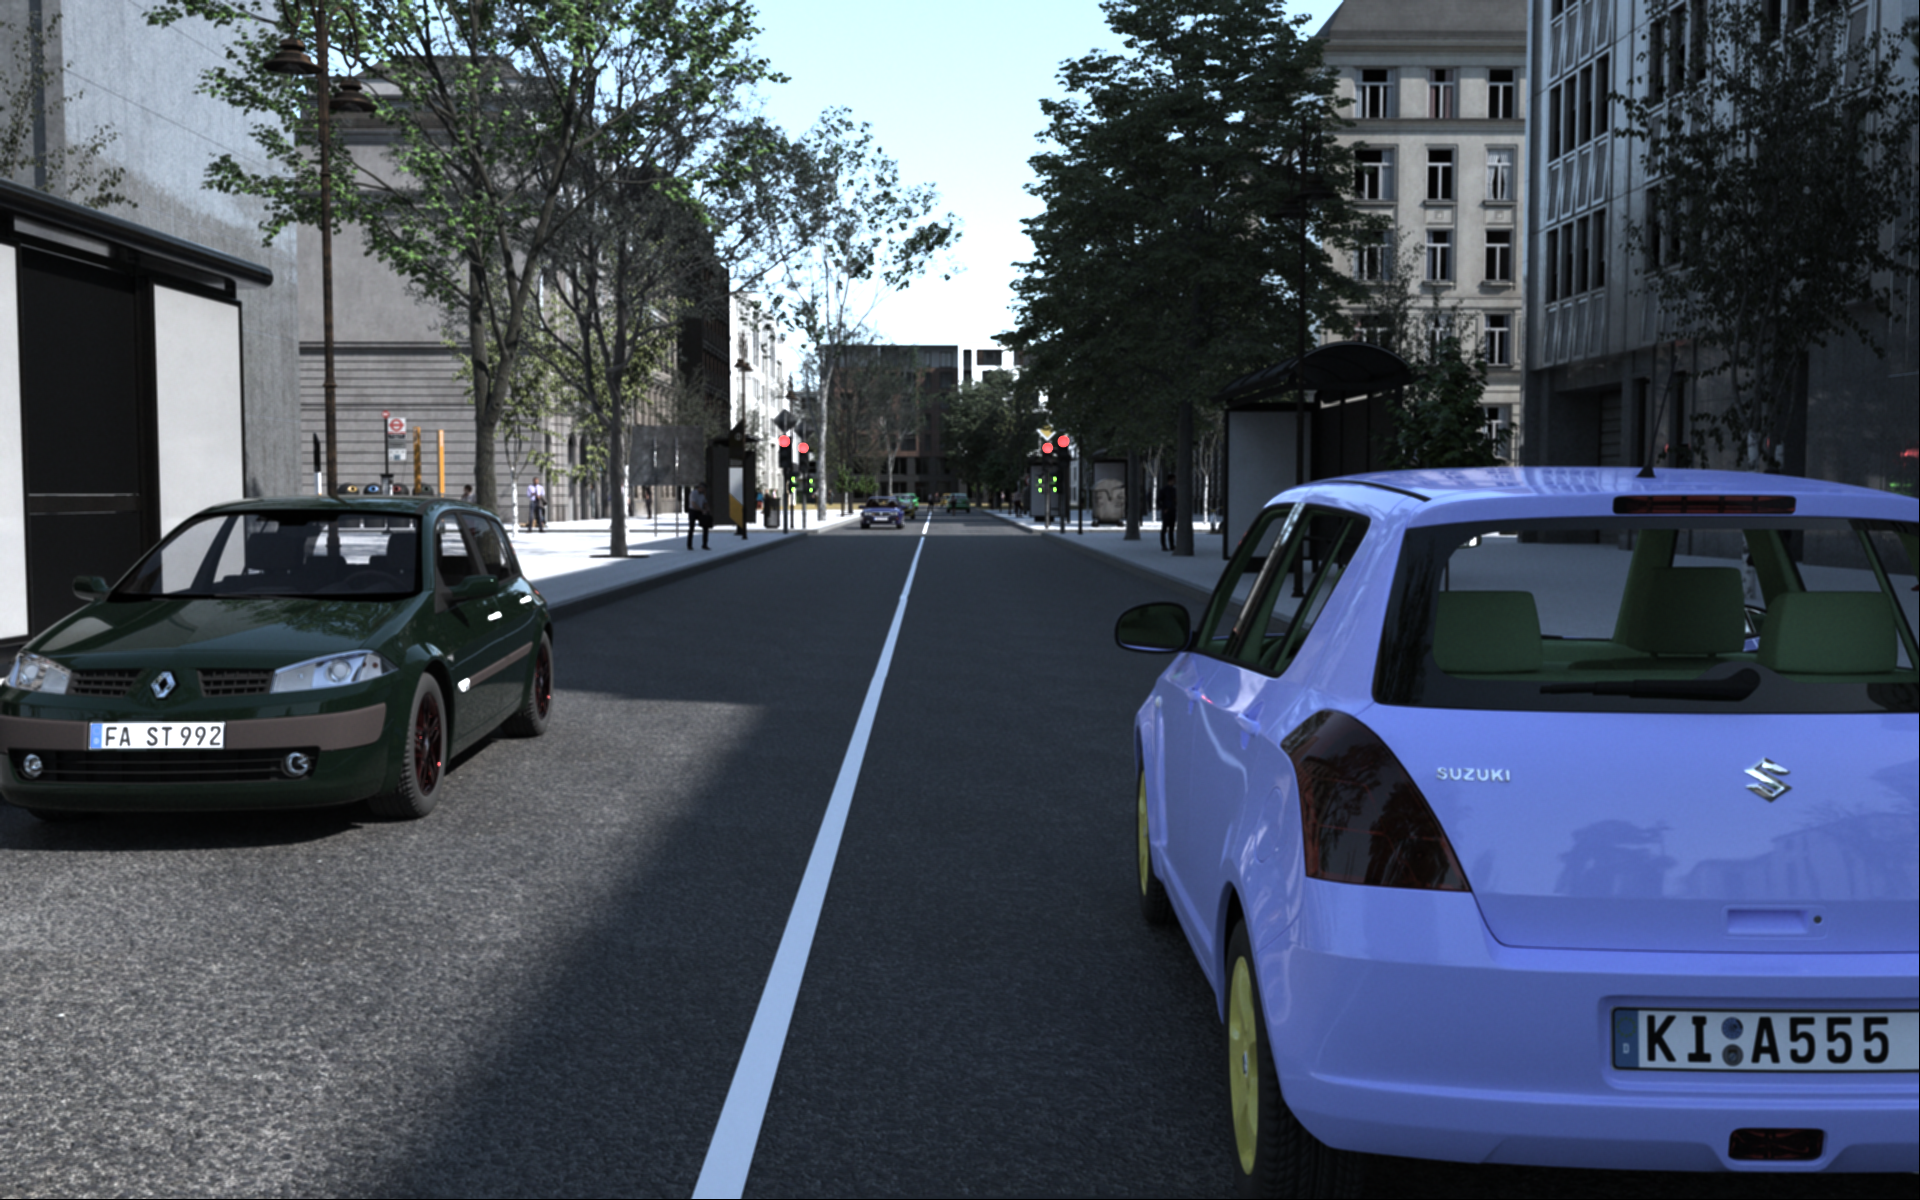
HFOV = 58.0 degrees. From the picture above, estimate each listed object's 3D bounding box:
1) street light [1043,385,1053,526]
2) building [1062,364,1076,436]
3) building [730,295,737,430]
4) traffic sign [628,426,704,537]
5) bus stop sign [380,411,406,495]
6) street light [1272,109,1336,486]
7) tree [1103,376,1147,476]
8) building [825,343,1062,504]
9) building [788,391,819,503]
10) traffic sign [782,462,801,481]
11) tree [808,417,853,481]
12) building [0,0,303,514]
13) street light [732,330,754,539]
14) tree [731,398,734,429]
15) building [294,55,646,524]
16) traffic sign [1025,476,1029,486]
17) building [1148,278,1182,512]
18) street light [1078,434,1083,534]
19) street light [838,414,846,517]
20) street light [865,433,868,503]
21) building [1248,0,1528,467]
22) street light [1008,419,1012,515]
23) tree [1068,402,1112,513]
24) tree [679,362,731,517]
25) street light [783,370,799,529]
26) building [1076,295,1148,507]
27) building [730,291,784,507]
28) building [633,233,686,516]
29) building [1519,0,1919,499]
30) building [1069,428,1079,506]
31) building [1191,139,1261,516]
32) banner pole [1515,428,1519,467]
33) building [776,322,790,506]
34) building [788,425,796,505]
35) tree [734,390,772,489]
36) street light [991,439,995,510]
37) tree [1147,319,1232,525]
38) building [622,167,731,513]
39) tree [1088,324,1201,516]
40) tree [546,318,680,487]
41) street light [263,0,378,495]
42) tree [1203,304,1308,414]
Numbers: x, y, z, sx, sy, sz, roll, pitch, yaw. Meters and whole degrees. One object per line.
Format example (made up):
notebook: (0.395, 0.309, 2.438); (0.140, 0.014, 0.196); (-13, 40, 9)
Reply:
street light: (3.616, -5.966, 70.335); (0.468, 5.910, 1.993); (0, 4, -1)
building: (29.539, -23.056, 243.418); (31.486, 18.905, 16.747); (0, 4, -1)
building: (-26.724, -17.642, 144.861); (16.016, 20.091, 11.380); (0, 4, -1)
traffic sign: (-8.750, -3.527, 51.535); (2.265, 3.308, 0.079); (0, 4, 2)
bus stop sign: (-18.092, -4.075, 55.323); (0.855, 3.939, 0.416); (0, 4, 6)
street light: (4.207, -2.971, 21.357); (0.468, 5.910, 1.993); (0, 4, -1)
tree: (8.842, -7.821, 78.230); (4.360, 8.622, 3.978); (0, 3, 0)
building: (-2.588, -24.688, 247.629); (32.646, 21.610, 27.936); (0, 4, -1)
building: (-34.750, -22.994, 242.408); (31.486, 18.905, 16.747); (0, 4, -1)
traffic sign: (-6.727, -4.231, 69.287); (0.768, 2.556, 0.104); (0, 4, 5)
tree: (-10.522, -11.318, 135.408); (4.737, 8.622, 4.395); (0, 3, 0)
building: (-27.145, -13.500, 38.745); (19.932, 24.808, 12.078); (0, 4, -1)
street light: (-6.112, -4.660, 48.984); (0.468, 5.910, 1.993); (0, 4, -1)
tree: (-15.903, -9.306, 102.521); (4.360, 8.622, 3.978); (0, 3, 0)
building: (-24.132, -14.936, 86.011); (13.314, 21.916, 24.055); (0, 4, -1)
traffic sign: (4.753, -7.094, 116.100); (0.768, 2.556, 0.104); (0, 4, 4)
building: (21.206, -17.490, 127.769); (13.314, 21.916, 24.055); (0, 4, -1)
street light: (3.847, -5.040, 55.199); (0.468, 5.910, 1.993); (0, 4, -1)
street light: (-6.655, -7.646, 97.805); (0.468, 5.910, 1.993); (0, 4, -1)
street light: (-7.124, -9.749, 132.184); (0.468, 5.910, 1.993); (0, 4, -1)
building: (29.806, -15.248, 82.587); (30.059, 22.955, 16.112); (0, 4, -1)
street light: (3.023, -8.084, 104.969); (0.468, 5.910, 1.993); (0, 4, -1)
tree: (10.578, -10.811, 127.120); (4.737, 8.622, 4.395); (0, 3, 0)
tree: (-15.088, -8.879, 95.530); (4.360, 8.622, 3.978); (0, 3, 0)
street light: (-6.256, -5.598, 64.323); (0.468, 5.910, 1.993); (0, 4, -1)
building: (20.723, -18.028, 161.221); (16.747, 18.905, 31.486); (0, 4, -1)
building: (-26.724, -18.339, 166.293); (16.747, 18.905, 31.486); (0, 4, -1)
building: (-23.557, -14.869, 107.736); (10.561, 19.102, 19.286); (0, 4, -1)
building: (20.851, -13.279, 35.130); (12.078, 24.808, 19.932); (0, 4, -1)
building: (17.402, -15.232, 191.184); (9.099, 9.664, 28.070); (0, 4, -1)
building: (20.003, -16.934, 105.745); (11.050, 23.489, 19.941); (0, 4, -1)
banner pole: (20.853, -4.564, 64.632); (0.863, 3.779, 0.401); (-3, 5, -42)
building: (-26.444, -20.259, 187.654); (16.016, 20.091, 11.380); (0, 4, -1)
building: (-33.250, -15.746, 199.598); (28.070, 9.664, 9.099); (0, 4, -1)
tree: (-15.059, -10.502, 122.066); (4.360, 8.622, 3.978); (0, 3, 0)
street light: (2.627, -10.167, 139.017); (0.468, 5.910, 1.993); (0, 4, -1)
tree: (10.342, -7.480, 72.666); (4.360, 8.622, 3.978); (0, 3, 0)
building: (-23.744, -18.098, 125.580); (12.332, 23.373, 15.834); (0, 4, -1)
tree: (10.888, -11.064, 102.958); (6.751, 12.117, 7.091); (0, 3, 0)
tree: (-14.211, -7.298, 69.684); (4.360, 8.622, 3.978); (0, 3, 0)
street light: (-5.541, -2.593, 15.185); (0.468, 5.910, 1.993); (0, 4, -1)
tree: (11.051, -7.051, 65.651); (4.737, 8.622, 4.395); (0, 3, 0)
